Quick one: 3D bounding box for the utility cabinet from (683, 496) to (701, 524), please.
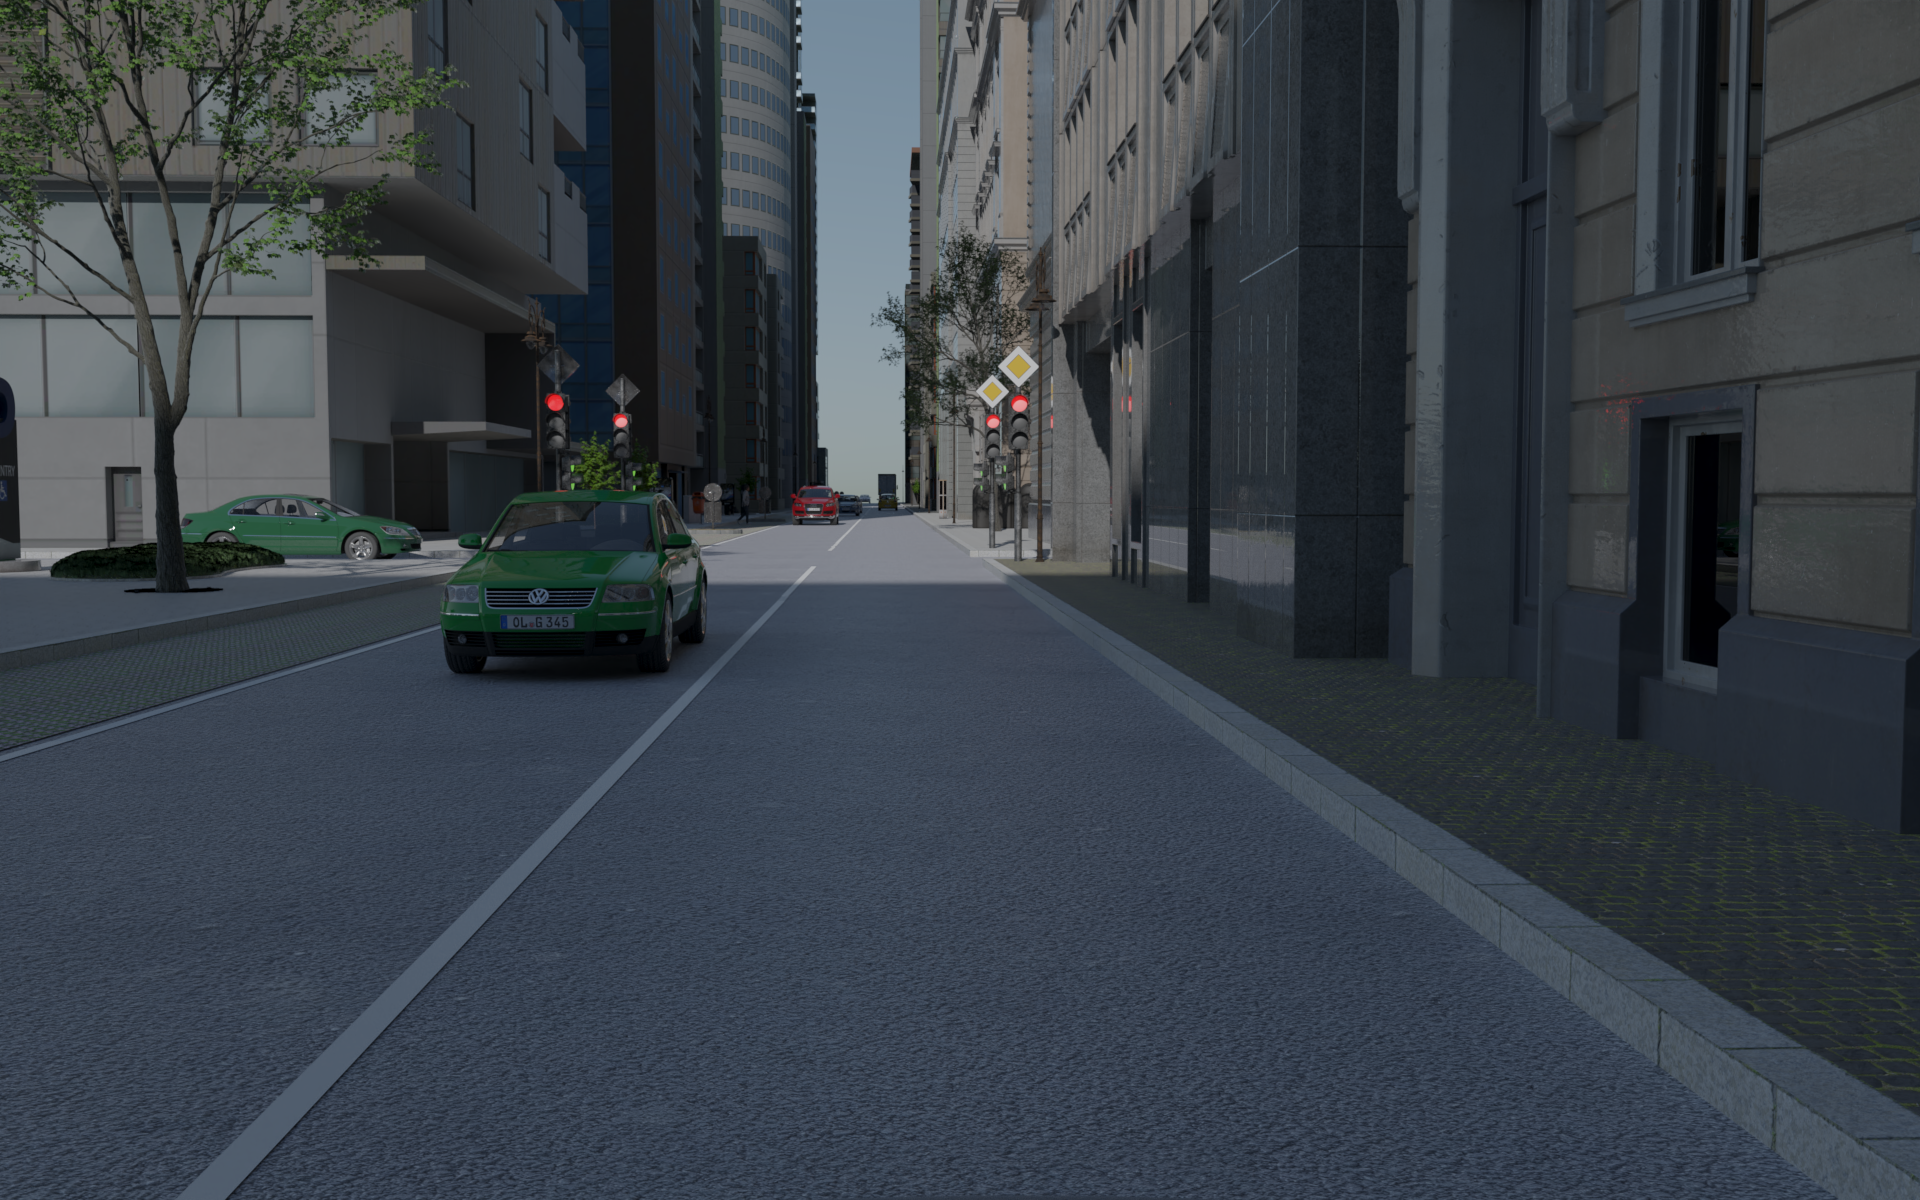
[{"bbox_3d":[-11.692,-3.952,75.775,0.306,1.237,1.020,2,4,25],"label":"utility cabinet"}]

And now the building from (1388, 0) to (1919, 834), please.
[{"bbox_3d":[9.886,-13.269,2.861,13.634,28.700,20.117,0,4,-2],"label":"building"}]

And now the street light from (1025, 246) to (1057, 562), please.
[{"bbox_3d":[1.508,-3.656,32.563,0.468,5.910,1.993,0,4,-2],"label":"street light"}]

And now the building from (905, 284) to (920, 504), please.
[{"bbox_3d":[-0.597,-28.522,238.036,14.160,30.474,14.107,0,4,-2],"label":"building"}]

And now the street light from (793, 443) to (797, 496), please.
[{"bbox_3d":[-14.930,-11.280,157.208,0.468,5.910,1.993,0,4,-2],"label":"street light"}]

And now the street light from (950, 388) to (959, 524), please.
[{"bbox_3d":[-0.256,-6.273,75.351,0.468,5.910,1.993,0,4,-2],"label":"street light"}]

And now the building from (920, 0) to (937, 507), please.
[{"bbox_3d":[6.396,-38.870,177.522,21.231,58.520,28.212,0,4,-2],"label":"building"}]

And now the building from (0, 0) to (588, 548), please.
[{"bbox_3d":[-26.660,-28.281,51.642,28.713,52.752,27.495,0,4,-2],"label":"building"}]

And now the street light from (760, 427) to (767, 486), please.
[{"bbox_3d":[-13.253,-8.829,117.139,0.468,5.910,1.993,0,4,-2],"label":"street light"}]

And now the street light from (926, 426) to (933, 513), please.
[{"bbox_3d":[-2.059,-8.726,115.453,0.468,5.910,1.993,0,4,-2],"label":"street light"}]

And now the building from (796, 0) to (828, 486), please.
[{"bbox_3d":[-30.322,-57.398,251.132,22.319,86.520,31.000,0,4,-2],"label":"building"}]

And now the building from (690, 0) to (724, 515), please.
[{"bbox_3d":[-21.780,-25.661,103.146,14.154,41.232,14.086,0,4,-2],"label":"building"}]

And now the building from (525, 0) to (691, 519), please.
[{"bbox_3d":[-20.315,-26.352,80.963,14.600,45.320,14.200,0,4,-2],"label":"building"}]

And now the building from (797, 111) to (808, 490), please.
[{"bbox_3d":[-23.178,-30.319,179.309,14.154,41.232,14.086,0,4,-2],"label":"building"}]

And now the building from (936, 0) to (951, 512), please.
[{"bbox_3d":[5.248,-27.106,126.773,14.154,41.232,14.086,0,4,-2],"label":"building"}]

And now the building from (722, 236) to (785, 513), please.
[{"bbox_3d":[-27.943,-17.432,130.047,27.650,21.520,28.899,0,4,-2],"label":"building"}]

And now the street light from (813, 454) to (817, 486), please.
[{"bbox_3d":[-16.791,-13.910,200.209,0.468,5.910,1.993,0,4,-2],"label":"street light"}]

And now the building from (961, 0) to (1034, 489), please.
[{"bbox_3d":[7.297,-17.702,75.338,13.634,28.700,20.117,0,4,-2],"label":"building"}]

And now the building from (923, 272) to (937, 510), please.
[{"bbox_3d":[10.953,-18.643,149.859,27.650,21.520,28.899,0,4,-2],"label":"building"}]

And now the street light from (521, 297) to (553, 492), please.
[{"bbox_3d":[-9.947,-4.164,40.877,0.468,5.910,1.993,0,4,-2],"label":"street light"}]

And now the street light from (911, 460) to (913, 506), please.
[{"bbox_3d":[-5.323,-13.415,192.119,0.468,5.910,1.993,0,4,-2],"label":"street light"}]

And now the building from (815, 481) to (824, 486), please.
[{"bbox_3d":[-34.076,-32.560,224.244,32.217,40.220,23.993,0,4,-2],"label":"building"}]

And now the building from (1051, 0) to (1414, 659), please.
[{"bbox_3d":[8.170,-12.532,22.913,12.078,24.808,19.932,0,4,-2],"label":"building"}]

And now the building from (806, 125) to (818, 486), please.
[{"bbox_3d":[-24.283,-33.965,205.432,14.600,45.320,14.200,0,4,-2],"label":"building"}]

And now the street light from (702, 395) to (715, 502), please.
[{"bbox_3d":[-11.709,-6.615,80.942,0.468,5.910,1.993,0,4,-2],"label":"street light"}]

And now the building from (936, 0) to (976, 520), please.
[{"bbox_3d":[4.622,-19.751,100.424,11.434,29.767,29.804,0,4,-2],"label":"building"}]

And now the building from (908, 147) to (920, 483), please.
[{"bbox_3d":[4.740,-34.332,215.952,22.147,44.769,28.867,0,4,-2],"label":"building"}]

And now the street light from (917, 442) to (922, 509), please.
[{"bbox_3d":[-3.574,-10.964,152.054,0.468,5.910,1.993,0,4,-2],"label":"street light"}]

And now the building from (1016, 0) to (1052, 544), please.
[{"bbox_3d":[11.446,-13.276,45.944,19.941,23.489,11.050,0,4,-2],"label":"building"}]

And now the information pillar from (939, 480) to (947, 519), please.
[{"bbox_3d":[-0.883,-5.236,90.100,0.304,2.012,0.304,3,5,41],"label":"information pillar"}]

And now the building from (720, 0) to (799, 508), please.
[{"bbox_3d":[-26.030,-37.647,157.529,21.231,58.520,28.212,0,4,-2],"label":"building"}]
